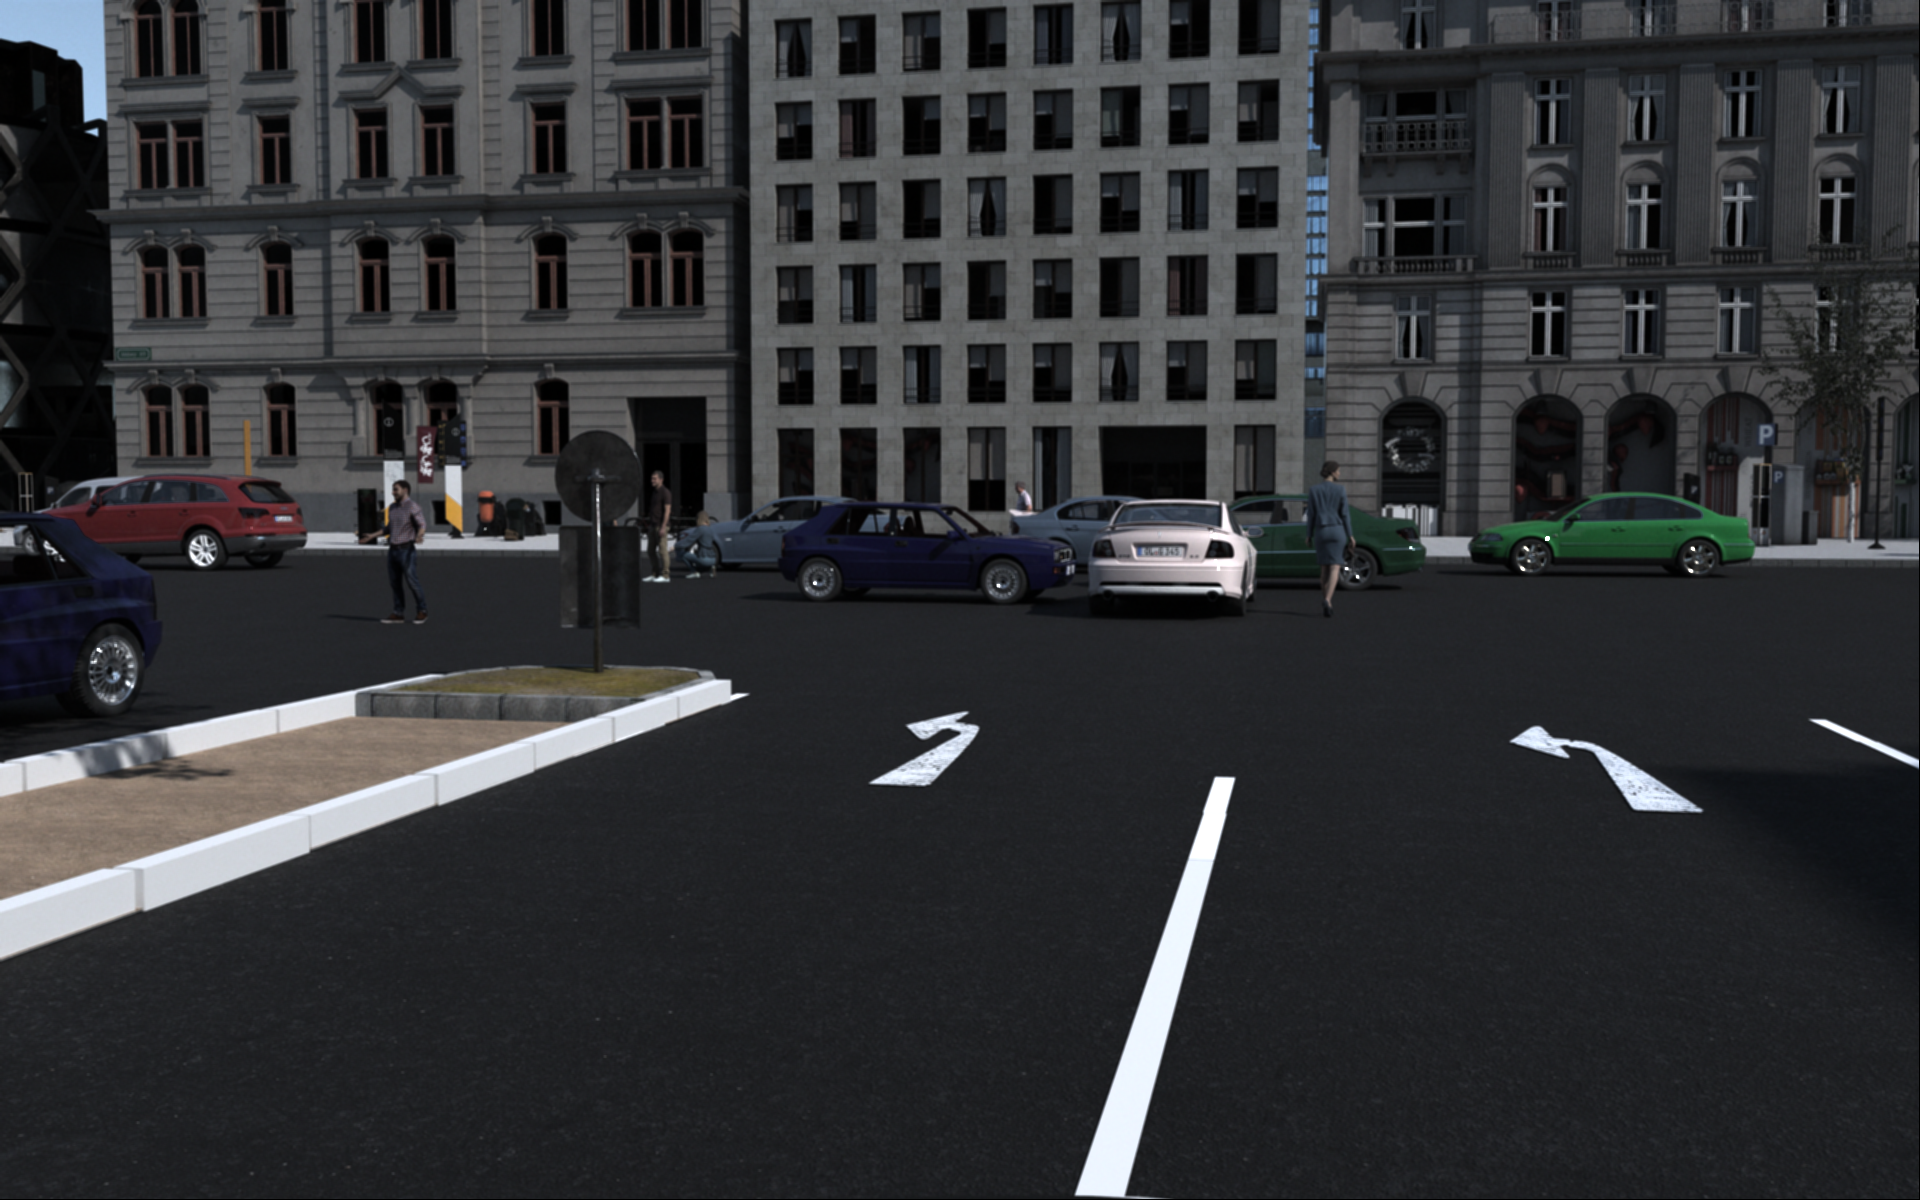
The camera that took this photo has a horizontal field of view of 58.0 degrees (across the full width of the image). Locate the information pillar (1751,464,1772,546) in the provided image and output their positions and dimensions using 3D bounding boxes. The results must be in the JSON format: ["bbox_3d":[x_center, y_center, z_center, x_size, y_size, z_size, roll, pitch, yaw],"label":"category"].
[{"bbox_3d":[19.649,-2.323,42.479,0.304,2.012,0.304,-1,4,-9],"label":"information pillar"}]

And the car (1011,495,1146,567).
[{"bbox_3d":[3.106,-1.198,31.584,4.499,1.417,2.014,1,4,11],"label":"car"}]

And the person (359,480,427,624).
[{"bbox_3d":[-6.183,-0.533,19.169,0.963,1.587,0.435,2,4,25],"label":"person"}]

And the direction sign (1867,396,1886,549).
[{"bbox_3d":[21.455,-2.963,40.436,0.379,3.537,0.876,1,4,21],"label":"direction sign"}]

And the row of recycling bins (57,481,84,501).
[{"bbox_3d":[-27.984,-2.953,55.397,1.069,1.692,3.534,-1,4,-13],"label":"row of recycling bins"}]

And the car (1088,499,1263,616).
[{"bbox_3d":[2.740,-0.579,21.825,2.083,1.381,4.827,1,4,12],"label":"car"}]

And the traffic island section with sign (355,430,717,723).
[{"bbox_3d":[-2.720,-0.228,11.856,2.006,1.907,1.989,1,4,11],"label":"traffic island section with sign"}]

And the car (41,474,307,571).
[{"bbox_3d":[-15.319,-1.514,33.434,5.304,1.827,2.281,1,4,12],"label":"car"}]

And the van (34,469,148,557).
[{"bbox_3d":[-19.923,-2.040,40.358,4.112,2.044,2.013,1,4,12],"label":"van"}]

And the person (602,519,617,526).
[{"bbox_3d":[-6.782,-1.270,33.182,0.435,1.345,0.340,-1,4,-10],"label":"person"}]

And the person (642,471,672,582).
[{"bbox_3d":[-4.943,-1.200,28.248,0.434,1.807,0.598,-1,4,-22],"label":"person"}]

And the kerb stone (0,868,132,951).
[{"bbox_3d":[-2.976,1.025,5.437,0.120,0.150,1.000,1,4,11],"label":"kerb stone"}]

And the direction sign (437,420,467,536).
[{"bbox_3d":[-15.618,-3.751,53.328,0.876,3.537,0.379,-2,4,-33],"label":"direction sign"}]

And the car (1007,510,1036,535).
[{"bbox_3d":[3.325,-1.328,34.069,4.827,1.381,2.083,1,4,13],"label":"car"}]

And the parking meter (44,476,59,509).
[{"bbox_3d":[-29.461,-3.091,56.251,0.399,1.863,0.255,0,4,-6],"label":"parking meter"}]

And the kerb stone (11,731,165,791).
[{"bbox_3d":[-4.432,0.819,8.800,0.120,0.150,1.000,1,4,11],"label":"kerb stone"}]

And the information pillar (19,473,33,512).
[{"bbox_3d":[-32.715,-3.437,60.686,0.304,2.012,0.304,0,4,7],"label":"information pillar"}]

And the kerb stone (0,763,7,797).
[{"bbox_3d":[-4.637,0.885,7.795,0.120,0.150,1.000,1,4,11],"label":"kerb stone"}]

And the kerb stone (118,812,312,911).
[{"bbox_3d":[-2.758,0.965,6.442,0.120,0.150,1.000,1,4,11],"label":"kerb stone"}]

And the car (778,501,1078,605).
[{"bbox_3d":[-0.411,-0.663,23.416,3.894,1.354,1.945,1,4,13],"label":"car"}]

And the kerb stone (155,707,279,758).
[{"bbox_3d":[-4.221,0.757,9.816,0.120,0.150,1.000,1,4,11],"label":"kerb stone"}]

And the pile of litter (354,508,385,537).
[{"bbox_3d":[-17.851,-2.368,52.675,1.176,0.858,1.719,0,4,-5],"label":"pile of litter"}]

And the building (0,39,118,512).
[{"bbox_3d":[-41.451,-12.380,69.873,16.811,18.784,16.820,1,4,11],"label":"building"}]

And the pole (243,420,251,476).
[{"bbox_3d":[-19.727,-3.312,47.990,0.158,3.312,0.155,0,3,0],"label":"pole"}]

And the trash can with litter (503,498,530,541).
[{"bbox_3d":[-12.213,-2.217,47.629,0.624,1.170,1.055,0,4,-5],"label":"trash can with litter"}]

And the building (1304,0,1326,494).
[{"bbox_3d":[52.736,-55.126,213.975,31.000,86.520,22.319,1,4,11],"label":"building"}]

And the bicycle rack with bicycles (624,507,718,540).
[{"bbox_3d":[-8.253,-2.184,49.095,2.925,0.926,2.852,-1,4,-20],"label":"bicycle rack with bicycles"}]

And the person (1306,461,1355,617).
[{"bbox_3d":[4.311,-0.722,20.334,0.581,1.822,0.654,3,4,36],"label":"person"}]

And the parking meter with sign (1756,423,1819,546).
[{"bbox_3d":[20.708,-2.875,43.273,1.738,3.016,0.543,-2,4,-26],"label":"parking meter with sign"}]

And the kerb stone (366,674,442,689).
[{"bbox_3d":[-3.806,0.634,11.824,0.120,0.150,1.000,1,4,11],"label":"kerb stone"}]

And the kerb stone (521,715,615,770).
[{"bbox_3d":[-2.156,0.781,9.463,0.120,0.150,1.000,1,4,11],"label":"kerb stone"}]

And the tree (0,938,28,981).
[{"bbox_3d":[-3.356,-4.672,4.606,9.928,11.665,9.643,0,3,0],"label":"tree"}]

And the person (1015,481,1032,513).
[{"bbox_3d":[1.270,-1.657,36.524,0.436,1.711,0.756,0,4,-4],"label":"person"}]

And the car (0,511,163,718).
[{"bbox_3d":[-6.566,0.154,10.064,1.945,1.354,3.894,1,4,13],"label":"car"}]

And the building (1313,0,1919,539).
[{"bbox_3d":[23.467,-13.045,55.091,24.055,21.916,13.314,1,4,11],"label":"building"}]

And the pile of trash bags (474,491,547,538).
[{"bbox_3d":[-13.803,-2.605,52.341,1.912,1.369,3.447,0,4,4],"label":"pile of trash bags"}]

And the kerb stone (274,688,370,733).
[{"bbox_3d":[-4.014,0.697,10.820,0.120,0.150,1.000,1,4,11],"label":"kerb stone"}]

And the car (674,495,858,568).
[{"bbox_3d":[-3.119,-1.247,32.395,4.499,1.417,2.014,1,4,12],"label":"car"}]

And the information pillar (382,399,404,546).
[{"bbox_3d":[-14.038,-3.153,42.899,0.504,3.616,0.183,-1,4,-22],"label":"information pillar"}]

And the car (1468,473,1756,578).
[{"bbox_3d":[11.438,-1.333,30.587,4.718,1.807,1.959,1,4,11],"label":"car"}]

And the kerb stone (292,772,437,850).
[{"bbox_3d":[-2.565,0.907,7.453,0.120,0.150,1.000,1,4,11],"label":"kerb stone"}]

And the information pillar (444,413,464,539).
[{"bbox_3d":[-14.570,-3.576,49.822,0.504,3.616,0.183,-2,4,-34],"label":"information pillar"}]

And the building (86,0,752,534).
[{"bbox_3d":[-16.682,-16.797,62.028,23.554,28.519,14.401,1,4,11],"label":"building"}]

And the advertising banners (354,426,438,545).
[{"bbox_3d":[-14.355,-2.932,44.131,2.074,3.025,0.090,-2,4,-24],"label":"advertising banners"}]

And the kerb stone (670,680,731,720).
[{"bbox_3d":[-1.738,0.656,11.478,0.120,0.150,1.000,1,4,11],"label":"kerb stone"}]

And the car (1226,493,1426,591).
[{"bbox_3d":[4.648,-0.912,26.718,4.920,1.459,2.131,1,4,10],"label":"car"}]

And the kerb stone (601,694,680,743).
[{"bbox_3d":[-1.945,0.717,10.474,0.120,0.150,1.000,1,4,11],"label":"kerb stone"}]

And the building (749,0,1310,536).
[{"bbox_3d":[2.810,-12.354,56.735,16.860,20.320,10.420,1,4,11],"label":"building"}]

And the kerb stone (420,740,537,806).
[{"bbox_3d":[-2.355,0.843,8.457,0.120,0.150,1.000,1,4,11],"label":"kerb stone"}]

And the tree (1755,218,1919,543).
[{"bbox_3d":[23.375,-5.830,45.684,4.360,8.622,3.978,0,3,0],"label":"tree"}]

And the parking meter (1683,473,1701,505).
[{"bbox_3d":[20.347,-2.597,48.172,0.399,1.863,0.255,-1,4,-10],"label":"parking meter"}]

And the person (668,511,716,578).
[{"bbox_3d":[-4.553,-0.950,29.538,0.738,1.151,1.012,2,4,35],"label":"person"}]
